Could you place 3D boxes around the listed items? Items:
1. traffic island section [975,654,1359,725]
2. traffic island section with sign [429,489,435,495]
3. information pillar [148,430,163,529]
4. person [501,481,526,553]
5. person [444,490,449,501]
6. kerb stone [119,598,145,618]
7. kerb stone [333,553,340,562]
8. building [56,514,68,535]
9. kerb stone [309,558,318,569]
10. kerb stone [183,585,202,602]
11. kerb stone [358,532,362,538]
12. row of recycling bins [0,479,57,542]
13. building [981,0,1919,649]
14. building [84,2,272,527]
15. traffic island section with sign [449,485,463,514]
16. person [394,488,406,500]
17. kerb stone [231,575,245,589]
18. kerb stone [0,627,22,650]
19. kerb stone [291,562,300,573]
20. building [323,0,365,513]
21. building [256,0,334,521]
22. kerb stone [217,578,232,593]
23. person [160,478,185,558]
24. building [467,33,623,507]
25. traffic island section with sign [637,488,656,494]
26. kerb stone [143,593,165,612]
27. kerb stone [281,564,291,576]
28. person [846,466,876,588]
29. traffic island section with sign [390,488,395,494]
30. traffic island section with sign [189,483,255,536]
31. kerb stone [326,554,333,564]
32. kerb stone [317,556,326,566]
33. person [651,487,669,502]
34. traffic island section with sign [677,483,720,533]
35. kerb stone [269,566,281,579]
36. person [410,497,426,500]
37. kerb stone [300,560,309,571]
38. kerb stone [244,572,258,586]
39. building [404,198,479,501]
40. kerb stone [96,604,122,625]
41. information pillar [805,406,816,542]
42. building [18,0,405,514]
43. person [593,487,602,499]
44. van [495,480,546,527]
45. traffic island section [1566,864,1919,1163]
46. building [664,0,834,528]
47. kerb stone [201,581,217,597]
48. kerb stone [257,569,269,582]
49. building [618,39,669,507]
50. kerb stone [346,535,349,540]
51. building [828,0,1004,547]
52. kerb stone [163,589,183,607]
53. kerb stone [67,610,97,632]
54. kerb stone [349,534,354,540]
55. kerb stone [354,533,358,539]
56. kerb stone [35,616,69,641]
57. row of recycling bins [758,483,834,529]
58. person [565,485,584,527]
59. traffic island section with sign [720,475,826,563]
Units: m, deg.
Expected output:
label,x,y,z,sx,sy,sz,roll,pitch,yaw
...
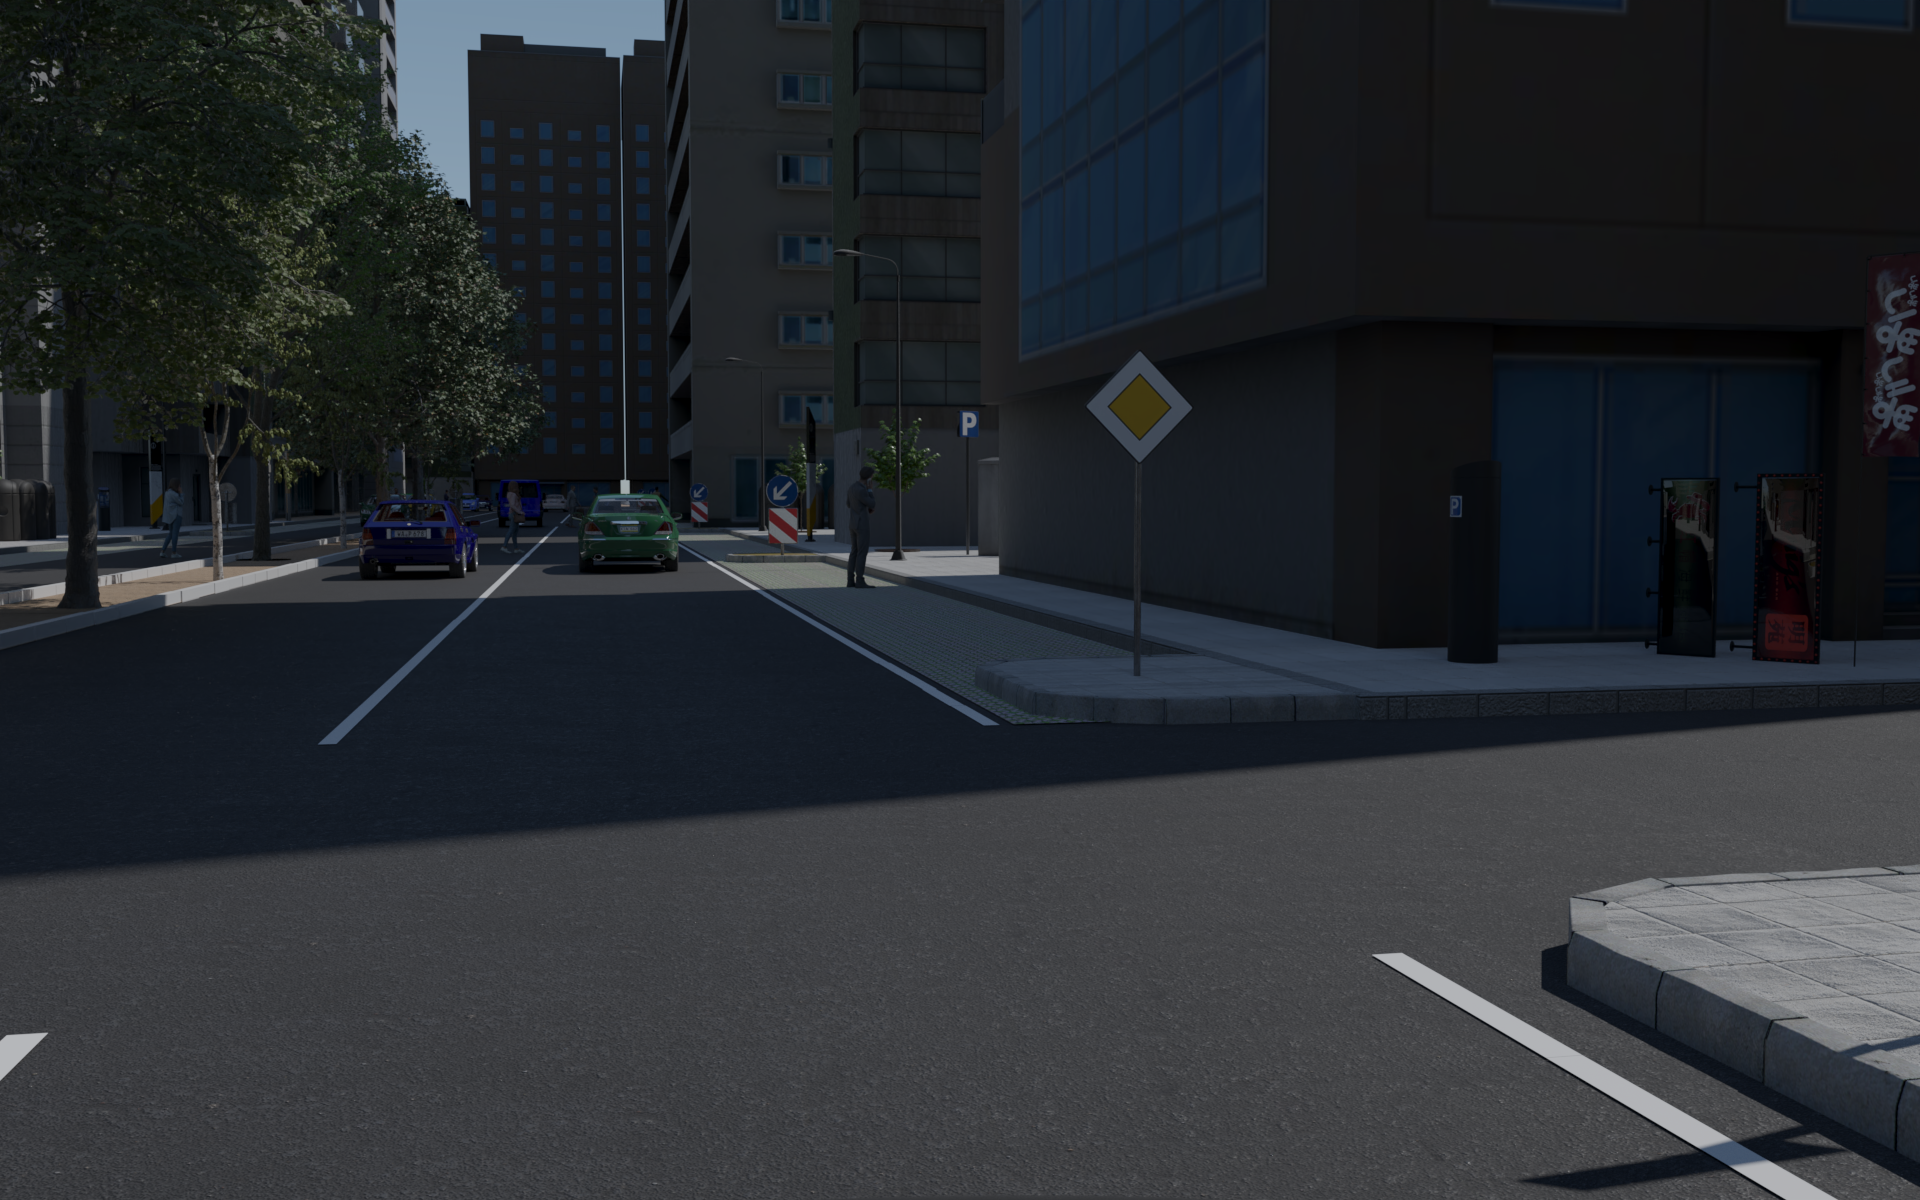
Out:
label,x,y,z,sx,sy,sz,roll,pitch,yaw
traffic island section,1.267,0.614,12.234,2.009,0.180,2.903,-1,4,-12
traffic island section with sign,-41.374,-7.757,135.450,1.989,1.847,2.006,-1,4,-12
information pillar,-29.598,-4.425,63.711,0.183,3.616,0.504,2,4,26
person,-10.861,-2.012,41.984,0.643,1.750,0.593,-2,4,-29
person,-33.281,-6.288,112.231,0.530,1.710,0.541,-1,4,-15
kerb stone,-9.813,0.112,20.374,0.120,0.150,1.000,-1,4,-12
kerb stone,-13.232,-0.871,36.431,0.120,0.150,1.000,-1,4,-12
building,-36.115,-30.408,39.172,21.231,58.520,28.212,-1,4,-12
kerb stone,-12.584,-0.684,33.417,0.120,0.150,1.000,-1,4,-12
kerb stone,-10.455,-0.073,23.396,0.120,0.150,1.000,-1,4,-12
kerb stone,-19.550,-2.072,56.072,0.120,0.150,1.000,-1,4,-12
row of recycling bins,-26.120,-2.518,48.276,1.069,1.692,3.534,-1,4,-9
building,8.648,-22.669,20.745,14.200,45.320,14.600,-1,4,-12
building,-36.722,-18.223,69.653,14.160,30.474,14.107,-1,4,-12
traffic island section with sign,-24.274,-4.597,83.290,2.006,1.907,1.989,-1,4,-12
person,-28.679,-4.825,88.109,1.217,1.743,0.721,-1,4,-10
kerb stone,-11.100,-0.257,26.399,0.120,0.150,1.000,-1,4,-12
kerb stone,-8.966,0.357,16.361,0.120,0.150,1.000,-1,4,-12
kerb stone,-12.165,-0.564,31.415,0.120,0.150,1.000,-1,4,-12
building,-52.207,-30.321,115.352,23.786,49.044,30.456,-1,4,-12
building,-45.840,-28.529,90.158,21.300,48.544,21.600,-1,4,-12
kerb stone,-10.883,-0.196,25.400,0.120,0.150,1.000,-1,4,-12
person,-17.728,-1.847,38.955,0.793,1.790,0.793,1,4,10
building,-41.133,-32.008,173.434,14.200,45.320,14.600,-1,4,-12
traffic island section with sign,-25.566,-7.936,138.380,1.989,1.847,2.006,-1,4,-12
kerb stone,-10.033,0.050,21.378,0.120,0.150,1.000,-1,4,-12
kerb stone,-11.948,-0.501,30.412,0.120,0.150,1.000,-1,4,-12
person,-1.474,-1.100,26.287,0.447,1.846,0.655,-2,4,-30
traffic island section with sign,-35.686,-6.122,108.716,1.989,1.847,2.006,-1,4,-12
traffic island section with sign,-25.233,-3.113,59.527,1.989,1.847,2.006,-1,4,-12
kerb stone,-13.017,-0.809,35.422,0.120,0.150,1.000,-1,4,-12
kerb stone,-12.794,-0.748,34.424,0.120,0.150,1.000,-1,4,-12
person,-15.597,-4.932,89.234,1.348,1.812,0.705,0,4,8
traffic island section with sign,-9.866,-3.417,64.499,1.989,1.847,2.006,-1,4,-12
kerb stone,-11.735,-0.441,29.411,0.120,0.150,1.000,-1,4,-12
person,-29.349,-5.199,94.030,1.217,1.766,0.721,-3,5,-41
kerb stone,-12.374,-0.618,32.417,0.120,0.150,1.000,-1,4,-12
kerb stone,-11.310,-0.318,27.400,0.120,0.150,1.000,-1,4,-12
building,-54.768,-24.359,169.966,14.107,30.474,14.160,-1,4,-12
kerb stone,-9.597,0.180,19.371,0.120,0.150,1.000,-1,4,-12
information pillar,-4.003,-3.375,46.540,0.183,3.616,0.504,1,4,17
building,-60.807,-36.637,141.014,28.212,58.520,21.231,-1,4,-12
person,-16.802,-4.368,80.261,0.721,1.781,0.623,-2,4,-27
van,-19.438,-4.418,76.619,2.240,2.365,5.245,-1,4,-14
traffic island section,2.928,1.092,4.423,2.009,0.180,2.903,-1,4,-12
building,-1.848,-27.701,76.620,21.300,48.544,21.600,-1,4,-12
kerb stone,-10.675,-0.134,24.398,0.120,0.150,1.000,-1,4,-12
kerb stone,-11.525,-0.380,28.407,0.120,0.150,1.000,-1,4,-12
building,-26.770,-32.130,175.437,14.200,45.320,14.600,-1,4,-12
kerb stone,-18.919,-1.888,53.057,0.120,0.150,1.000,-1,4,-12
building,3.044,-16.977,49.284,14.160,30.474,14.107,-1,4,-12
kerb stone,-10.252,-0.011,22.383,0.120,0.150,1.000,-1,4,-12
kerb stone,-9.390,0.235,18.366,0.120,0.150,1.000,-1,4,-12
kerb stone,-19.128,-1.949,54.061,0.120,0.150,1.000,-1,4,-12
kerb stone,-19.344,-2.010,55.066,0.120,0.150,1.000,-1,4,-12
kerb stone,-9.176,0.296,17.362,0.120,0.150,1.000,-1,4,-12
row of recycling bins,-5.728,-3.445,63.432,3.534,1.692,1.069,1,4,15
person,-16.631,-4.026,74.443,0.853,1.813,0.709,1,4,12
traffic island section with sign,-3.953,-1.720,36.756,1.989,1.847,2.006,-1,4,-12
